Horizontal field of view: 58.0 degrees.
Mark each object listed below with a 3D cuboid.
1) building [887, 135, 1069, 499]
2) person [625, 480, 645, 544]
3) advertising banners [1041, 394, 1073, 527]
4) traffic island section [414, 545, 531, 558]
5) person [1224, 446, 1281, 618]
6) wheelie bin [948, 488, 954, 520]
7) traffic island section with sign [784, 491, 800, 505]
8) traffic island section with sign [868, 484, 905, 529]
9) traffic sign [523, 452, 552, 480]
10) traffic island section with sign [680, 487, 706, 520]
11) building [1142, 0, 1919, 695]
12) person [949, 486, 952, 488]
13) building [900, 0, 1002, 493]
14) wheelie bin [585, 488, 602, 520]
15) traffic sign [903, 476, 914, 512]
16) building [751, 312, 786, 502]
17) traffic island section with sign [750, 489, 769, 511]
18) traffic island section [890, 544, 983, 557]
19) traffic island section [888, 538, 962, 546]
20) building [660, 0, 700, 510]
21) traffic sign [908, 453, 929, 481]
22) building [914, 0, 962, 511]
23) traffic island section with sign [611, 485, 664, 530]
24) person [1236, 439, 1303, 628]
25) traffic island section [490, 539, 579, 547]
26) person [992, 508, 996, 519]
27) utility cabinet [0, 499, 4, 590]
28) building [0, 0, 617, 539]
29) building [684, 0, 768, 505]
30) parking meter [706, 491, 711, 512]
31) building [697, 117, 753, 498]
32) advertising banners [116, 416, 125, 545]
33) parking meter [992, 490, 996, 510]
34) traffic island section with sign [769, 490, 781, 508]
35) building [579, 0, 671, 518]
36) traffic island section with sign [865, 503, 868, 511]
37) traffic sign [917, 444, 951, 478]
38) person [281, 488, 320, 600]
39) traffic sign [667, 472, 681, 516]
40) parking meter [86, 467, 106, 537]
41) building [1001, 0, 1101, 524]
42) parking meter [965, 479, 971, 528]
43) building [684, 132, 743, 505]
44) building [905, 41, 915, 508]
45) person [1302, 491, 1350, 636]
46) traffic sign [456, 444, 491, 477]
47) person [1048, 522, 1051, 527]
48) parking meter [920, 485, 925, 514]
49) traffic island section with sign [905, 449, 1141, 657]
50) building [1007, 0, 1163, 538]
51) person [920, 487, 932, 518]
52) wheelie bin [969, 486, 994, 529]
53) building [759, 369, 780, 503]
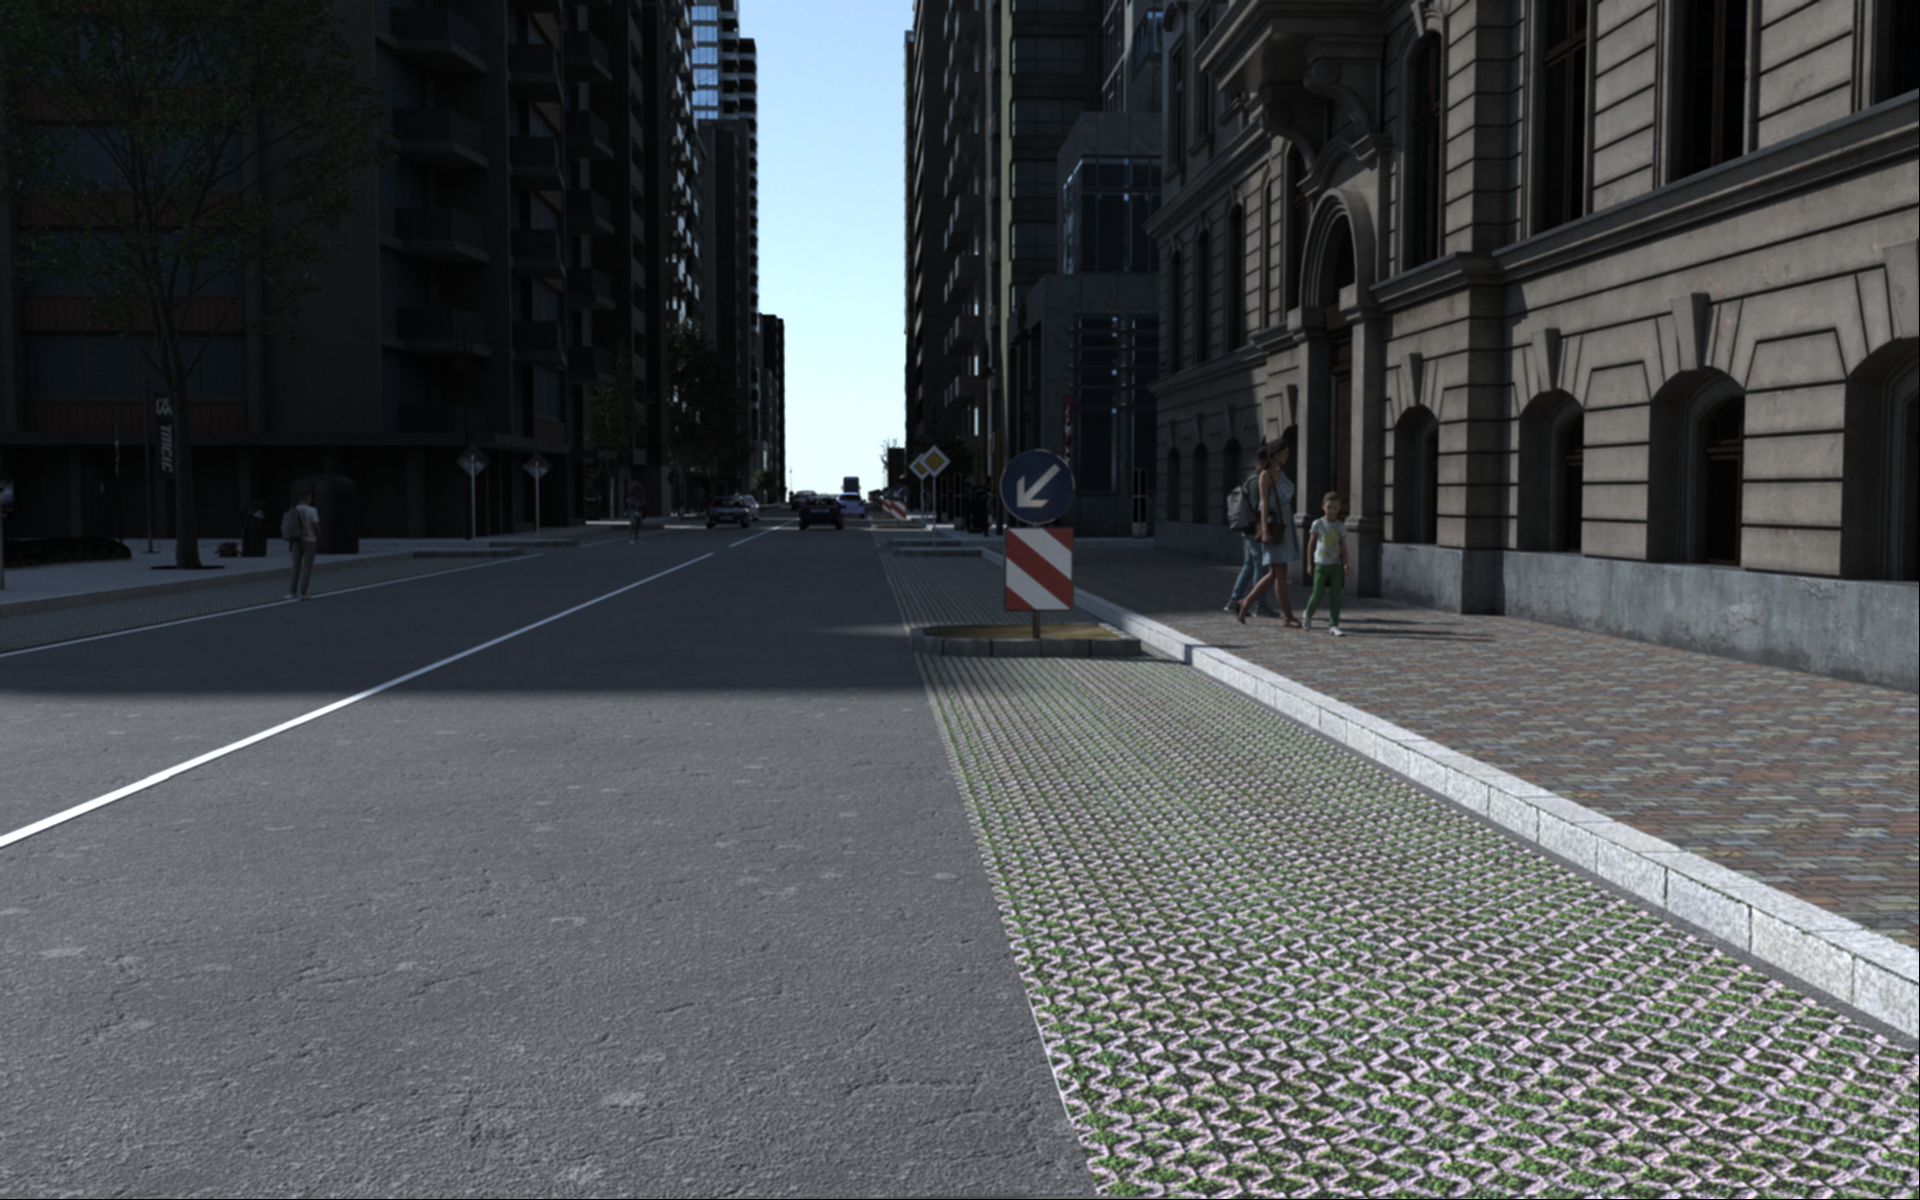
[{"bbox_3d":[1.388,-56.403,234.861,22.319,86.520,31.000,0,4,-3],"label":"building"},{"bbox_3d":[-9.365,-2.534,49.899,0.573,1.828,0.580,0,4,-1],"label":"person"},{"bbox_3d":[1.726,-2.152,31.379,0.090,3.025,2.074,-1,4,-13],"label":"advertising banners"},{"bbox_3d":[-11.282,-1.091,40.112,2.009,0.180,2.903,0,4,-3],"label":"traffic island section"},{"bbox_3d":[3.105,-0.709,17.977,0.721,1.781,0.623,0,4,-7],"label":"person"},{"bbox_3d":[-0.456,-4.823,86.757,0.980,1.594,0.693,0,4,5],"label":"wheelie bin"},{"bbox_3d":[-22.231,-13.485,229.104,1.989,1.847,2.006,0,4,-3],"label":"traffic island section with sign"},{"bbox_3d":[-2.675,-3.848,71.541,1.989,1.847,2.006,0,4,-3],"label":"traffic island section with sign"},{"bbox_3d":[-11.721,-2.803,48.018,0.795,2.593,0.064,0,4,-3],"label":"traffic sign"},{"bbox_3d":[-14.588,-5.408,97.042,1.989,1.847,2.006,0,4,-3],"label":"traffic island section with sign"},{"bbox_3d":[10.590,-12.445,22.556,14.460,24.649,34.723,0,4,-3],"label":"building"},{"bbox_3d":[-0.524,-5.025,88.461,0.793,1.790,0.793,3,5,39],"label":"person"},{"bbox_3d":[5.698,-34.470,183.188,23.786,49.044,30.456,0,4,-3],"label":"building"},{"bbox_3d":[-17.873,-4.675,84.337,0.980,1.594,0.693,0,4,8],"label":"wheelie bin"},{"bbox_3d":[-3.609,-7.476,122.338,0.768,2.556,0.104,0,4,6],"label":"traffic sign"},{"bbox_3d":[-34.988,-30.702,273.683,14.160,30.474,14.107,0,4,-3],"label":"building"},{"bbox_3d":[-17.516,-8.504,147.669,1.989,1.847,2.006,0,4,-3],"label":"traffic island section with sign"},{"bbox_3d":[-0.559,-1.128,40.726,2.009,0.180,2.903,0,4,-3],"label":"traffic island section"},{"bbox_3d":[-1.020,-1.616,48.698,2.009,0.180,2.903,0,4,-3],"label":"traffic island section"},{"bbox_3d":[-32.599,-31.619,136.587,23.786,49.044,30.456,0,4,-3],"label":"building"},{"bbox_3d":[-1.043,-2.839,48.614,0.795,2.593,0.064,0,4,-3],"label":"traffic sign"},{"bbox_3d":[7.226,-31.763,143.027,21.300,48.544,21.600,0,4,-3],"label":"building"},{"bbox_3d":[-13.031,-3.762,70.132,1.989,1.847,2.006,0,4,-3],"label":"traffic island section with sign"},{"bbox_3d":[2.983,-0.642,16.642,0.778,1.811,0.616,3,4,36],"label":"person"},{"bbox_3d":[-11.744,-1.578,48.084,2.009,0.180,2.903,0,4,-3],"label":"traffic island section"},{"bbox_3d":[2.185,-5.017,88.286,1.509,1.804,0.699,-2,4,-26],"label":"person"},{"bbox_3d":[-13.303,-0.723,22.988,1.020,1.237,0.306,-3,5,-40],"label":"utility cabinet"},{"bbox_3d":[-24.533,-24.861,61.104,22.147,44.769,28.867,0,4,-3],"label":"building"},{"bbox_3d":[-35.593,-55.508,220.226,22.319,86.520,31.000,0,4,-3],"label":"building"},{"bbox_3d":[-17.891,-7.020,123.191,0.372,1.533,0.369,0,3,0],"label":"parking meter"},{"bbox_3d":[-29.601,-30.560,183.253,14.154,41.232,14.086,0,4,-3],"label":"building"},{"bbox_3d":[-19.256,-2.660,39.672,0.090,3.025,2.074,-2,4,-24],"label":"advertising banners"},{"bbox_3d":[1.806,-5.064,91.211,0.372,1.533,0.369,0,3,0],"label":"parking meter"},{"bbox_3d":[-19.074,-10.155,174.657,1.989,1.847,2.006,0,4,-3],"label":"traffic island section with sign"},{"bbox_3d":[-23.678,-19.720,94.118,14.160,30.474,14.107,0,4,-3],"label":"building"},{"bbox_3d":[-4.239,-5.494,98.451,1.989,1.847,2.006,0,4,-3],"label":"traffic island section with sign"},{"bbox_3d":[-0.582,-2.352,40.642,0.795,2.593,0.064,0,4,-3],"label":"traffic sign"},{"bbox_3d":[-8.927,-0.755,23.441,0.503,1.515,0.523,-2,4,-29],"label":"person"},{"bbox_3d":[-16.379,-6.059,99.173,0.768,2.556,0.104,0,4,4],"label":"traffic sign"},{"bbox_3d":[-18.772,-1.954,37.664,0.255,1.863,0.399,0,4,-5],"label":"parking meter"},{"bbox_3d":[8.734,-24.146,78.382,14.154,41.232,14.086,0,4,-3],"label":"building"},{"bbox_3d":[0.242,-3.701,66.215,0.255,1.863,0.399,-1,4,-17],"label":"parking meter"},{"bbox_3d":[-37.221,-28.864,163.809,32.217,40.220,23.993,0,4,-3],"label":"building"},{"bbox_3d":[1.934,-29.186,160.784,14.154,41.232,14.086,0,4,-3],"label":"building"},{"bbox_3d":[3.343,-0.339,15.830,0.306,1.304,0.590,-1,4,-19],"label":"person"},{"bbox_3d":[-11.259,-2.315,40.046,0.795,2.593,0.064,0,4,-3],"label":"traffic sign"},{"bbox_3d":[1.610,-1.653,33.168,0.391,1.810,0.635,-3,5,-43],"label":"person"},{"bbox_3d":[-2.403,-6.467,111.454,0.255,1.863,0.399,-1,4,-17],"label":"parking meter"},{"bbox_3d":[0.535,-0.453,16.043,1.989,1.847,2.006,0,4,-3],"label":"traffic island section with sign"},{"bbox_3d":[17.306,-45.733,60.399,31.000,86.520,22.319,0,4,-3],"label":"building"},{"bbox_3d":[-1.844,-5.406,94.776,0.623,1.781,0.721,-1,4,-9],"label":"person"},{"bbox_3d":[0.780,-3.450,64.311,0.980,1.594,0.693,1,4,8],"label":"wheelie bin"},{"bbox_3d":[-40.893,-24.898,252.117,27.650,21.520,28.899,0,4,-3],"label":"building"}]
